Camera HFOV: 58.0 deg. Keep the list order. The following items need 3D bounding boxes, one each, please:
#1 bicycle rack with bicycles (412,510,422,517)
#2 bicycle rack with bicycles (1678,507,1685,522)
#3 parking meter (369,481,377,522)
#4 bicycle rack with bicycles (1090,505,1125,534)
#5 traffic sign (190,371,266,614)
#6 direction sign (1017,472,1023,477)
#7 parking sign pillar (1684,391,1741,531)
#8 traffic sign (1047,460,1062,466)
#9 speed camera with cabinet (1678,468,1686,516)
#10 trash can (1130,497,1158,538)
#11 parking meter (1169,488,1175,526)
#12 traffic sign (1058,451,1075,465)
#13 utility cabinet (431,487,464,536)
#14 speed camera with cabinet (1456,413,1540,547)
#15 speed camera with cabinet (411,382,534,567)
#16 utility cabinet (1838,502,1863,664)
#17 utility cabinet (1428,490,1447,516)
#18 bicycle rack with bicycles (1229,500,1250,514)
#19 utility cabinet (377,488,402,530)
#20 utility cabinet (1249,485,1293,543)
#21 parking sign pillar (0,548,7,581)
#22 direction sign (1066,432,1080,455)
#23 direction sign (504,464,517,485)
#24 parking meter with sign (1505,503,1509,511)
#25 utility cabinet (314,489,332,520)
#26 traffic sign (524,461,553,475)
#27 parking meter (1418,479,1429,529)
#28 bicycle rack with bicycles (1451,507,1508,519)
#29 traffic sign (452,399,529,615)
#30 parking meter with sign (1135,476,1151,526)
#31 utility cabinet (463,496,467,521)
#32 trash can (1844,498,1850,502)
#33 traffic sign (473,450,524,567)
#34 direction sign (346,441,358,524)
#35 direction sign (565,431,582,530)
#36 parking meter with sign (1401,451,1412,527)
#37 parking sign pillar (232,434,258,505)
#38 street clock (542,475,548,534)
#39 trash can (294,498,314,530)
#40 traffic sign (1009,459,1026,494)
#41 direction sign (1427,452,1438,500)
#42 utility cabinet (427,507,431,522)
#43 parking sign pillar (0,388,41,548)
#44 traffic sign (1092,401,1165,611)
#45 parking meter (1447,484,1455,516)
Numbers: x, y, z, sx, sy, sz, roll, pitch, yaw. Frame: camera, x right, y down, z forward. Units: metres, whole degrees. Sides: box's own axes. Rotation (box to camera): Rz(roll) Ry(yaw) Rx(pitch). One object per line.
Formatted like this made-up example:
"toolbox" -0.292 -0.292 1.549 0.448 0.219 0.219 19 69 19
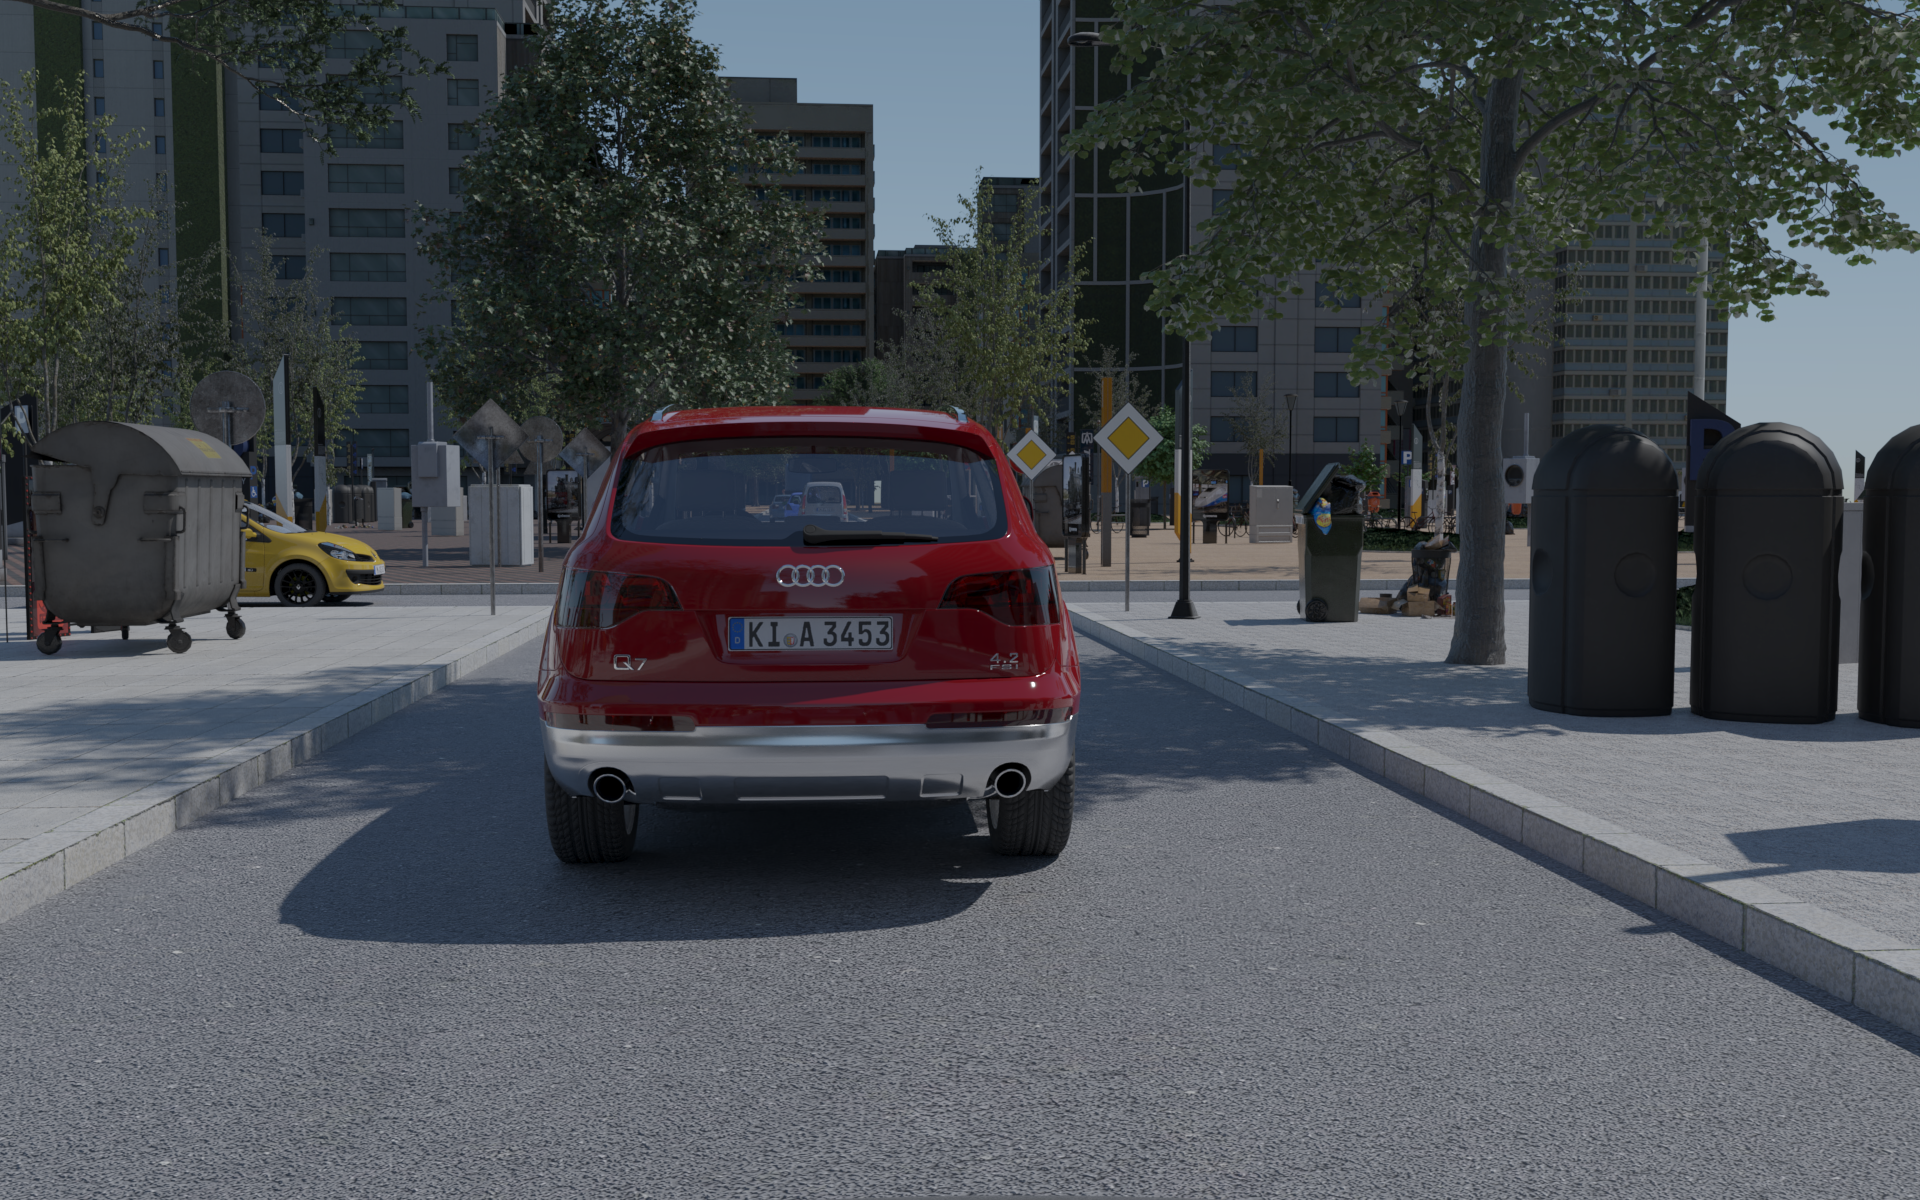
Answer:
"bicycle rack with bicycles" -31.284 -5.135 97.337 2.852 0.926 2.925 -1 4 -18
"bicycle rack with bicycles" 35.148 -4.478 86.595 2.925 0.926 2.852 0 4 -1
"parking meter" -27.268 -4.573 80.481 0.255 1.863 0.399 -2 4 -27
"bicycle rack with bicycles" 4.206 -2.646 56.652 2.852 0.926 2.925 3 4 38
"traffic sign" -7.569 -1.090 17.921 0.768 2.556 0.104 0 4 -3
"direction sign" 2.986 -5.455 81.189 0.379 3.537 0.876 -3 5 -40
"parking sign pillar" 19.552 -3.454 44.952 1.447 3.967 1.447 1 4 18
"traffic sign" 2.825 -3.021 51.526 0.606 2.300 0.079 0 4 0
"speed camera with cabinet" 42.227 -6.425 99.377 0.660 3.252 2.038 -2 4 -26
"trash can" 5.274 -2.406 50.991 0.748 1.137 0.748 0 3 0
"parking meter" 8.696 -3.787 70.329 0.372 1.533 0.369 0 3 0
"traffic sign" 2.992 -2.755 46.227 0.795 2.450 0.064 0 4 -1
"utility cabinet" -15.615 -2.697 52.767 1.173 1.500 0.318 2 4 35
"speed camera with cabinet" 13.267 -2.964 42.798 0.660 3.252 2.038 -3 4 -37
"speed camera with cabinet" -8.657 -2.227 30.754 2.038 3.252 0.660 1 4 9
"utility cabinet" 6.387 -0.117 13.078 1.020 1.237 0.306 -2 4 -24
"utility cabinet" 27.691 -5.628 100.697 1.173 1.500 0.318 0 4 1
"bicycle rack with bicycles" 16.014 -5.109 96.909 2.852 0.926 2.925 -2 4 -24
"utility cabinet" -20.009 -3.187 60.781 1.173 1.500 0.318 3 5 44
"utility cabinet" 8.035 -2.203 44.690 1.173 1.500 0.318 -2 4 -28
"parking sign pillar" -14.814 -2.253 25.308 1.447 3.967 1.447 -1 4 -20
"direction sign" 4.311 -4.359 63.268 0.876 3.537 0.379 1 4 12
"direction sign" -17.560 -4.629 67.675 0.876 3.537 0.379 3 5 44
"parking meter with sign" 32.136 -6.344 99.987 1.738 3.016 0.543 -1 4 -19
"utility cabinet" -30.511 -4.561 83.254 0.318 1.500 1.173 1 4 18
"traffic sign" -11.464 -2.893 47.304 0.884 2.594 0.081 0 4 -4
"parking meter" 17.178 -3.586 64.345 0.399 1.863 0.255 3 5 41
"bicycle rack with bicycles" 23.725 -4.028 79.245 2.852 0.926 2.925 0 4 -1
"traffic sign" -4.943 -0.896 18.285 0.795 2.450 0.064 0 4 -5
"parking meter with sign" 7.367 -4.489 69.655 0.543 3.016 1.738 -1 4 -13
"utility cabinet" -24.090 -4.405 83.181 1.020 1.237 0.306 3 4 38
"trash can" 29.677 -2.873 58.625 0.748 1.137 0.748 0 3 0
"traffic sign" -8.053 -1.848 30.218 0.884 2.594 0.081 0 4 -3
"direction sign" -26.092 -5.038 74.374 0.876 3.537 0.379 3 5 43
"direction sign" -13.634 -4.274 61.876 0.876 3.537 0.379 0 4 -7
"parking meter with sign" 17.954 -4.446 68.947 0.543 3.016 1.738 0 4 5
"parking sign pillar" -21.748 -3.876 51.850 1.447 3.967 1.447 1 4 10
"street clock" -13.439 -3.142 55.943 0.358 2.002 0.471 -2 4 -25
"trash can" -21.509 -2.753 56.658 0.748 1.137 0.748 0 3 0
"traffic sign" 1.607 -2.643 43.314 0.768 2.556 0.104 0 4 4
"direction sign" 25.265 -6.146 92.480 0.876 3.537 0.379 -2 4 -33
"utility cabinet" -24.079 -4.182 79.537 0.306 1.237 1.020 3 5 45
"parking sign pillar" -24.025 -3.388 43.869 1.447 3.967 1.447 -1 4 -20
"traffic sign" 1.825 -0.932 18.878 0.795 2.450 0.064 0 4 -5
"parking meter" 28.758 -5.861 101.530 0.399 1.863 0.255 3 4 37
